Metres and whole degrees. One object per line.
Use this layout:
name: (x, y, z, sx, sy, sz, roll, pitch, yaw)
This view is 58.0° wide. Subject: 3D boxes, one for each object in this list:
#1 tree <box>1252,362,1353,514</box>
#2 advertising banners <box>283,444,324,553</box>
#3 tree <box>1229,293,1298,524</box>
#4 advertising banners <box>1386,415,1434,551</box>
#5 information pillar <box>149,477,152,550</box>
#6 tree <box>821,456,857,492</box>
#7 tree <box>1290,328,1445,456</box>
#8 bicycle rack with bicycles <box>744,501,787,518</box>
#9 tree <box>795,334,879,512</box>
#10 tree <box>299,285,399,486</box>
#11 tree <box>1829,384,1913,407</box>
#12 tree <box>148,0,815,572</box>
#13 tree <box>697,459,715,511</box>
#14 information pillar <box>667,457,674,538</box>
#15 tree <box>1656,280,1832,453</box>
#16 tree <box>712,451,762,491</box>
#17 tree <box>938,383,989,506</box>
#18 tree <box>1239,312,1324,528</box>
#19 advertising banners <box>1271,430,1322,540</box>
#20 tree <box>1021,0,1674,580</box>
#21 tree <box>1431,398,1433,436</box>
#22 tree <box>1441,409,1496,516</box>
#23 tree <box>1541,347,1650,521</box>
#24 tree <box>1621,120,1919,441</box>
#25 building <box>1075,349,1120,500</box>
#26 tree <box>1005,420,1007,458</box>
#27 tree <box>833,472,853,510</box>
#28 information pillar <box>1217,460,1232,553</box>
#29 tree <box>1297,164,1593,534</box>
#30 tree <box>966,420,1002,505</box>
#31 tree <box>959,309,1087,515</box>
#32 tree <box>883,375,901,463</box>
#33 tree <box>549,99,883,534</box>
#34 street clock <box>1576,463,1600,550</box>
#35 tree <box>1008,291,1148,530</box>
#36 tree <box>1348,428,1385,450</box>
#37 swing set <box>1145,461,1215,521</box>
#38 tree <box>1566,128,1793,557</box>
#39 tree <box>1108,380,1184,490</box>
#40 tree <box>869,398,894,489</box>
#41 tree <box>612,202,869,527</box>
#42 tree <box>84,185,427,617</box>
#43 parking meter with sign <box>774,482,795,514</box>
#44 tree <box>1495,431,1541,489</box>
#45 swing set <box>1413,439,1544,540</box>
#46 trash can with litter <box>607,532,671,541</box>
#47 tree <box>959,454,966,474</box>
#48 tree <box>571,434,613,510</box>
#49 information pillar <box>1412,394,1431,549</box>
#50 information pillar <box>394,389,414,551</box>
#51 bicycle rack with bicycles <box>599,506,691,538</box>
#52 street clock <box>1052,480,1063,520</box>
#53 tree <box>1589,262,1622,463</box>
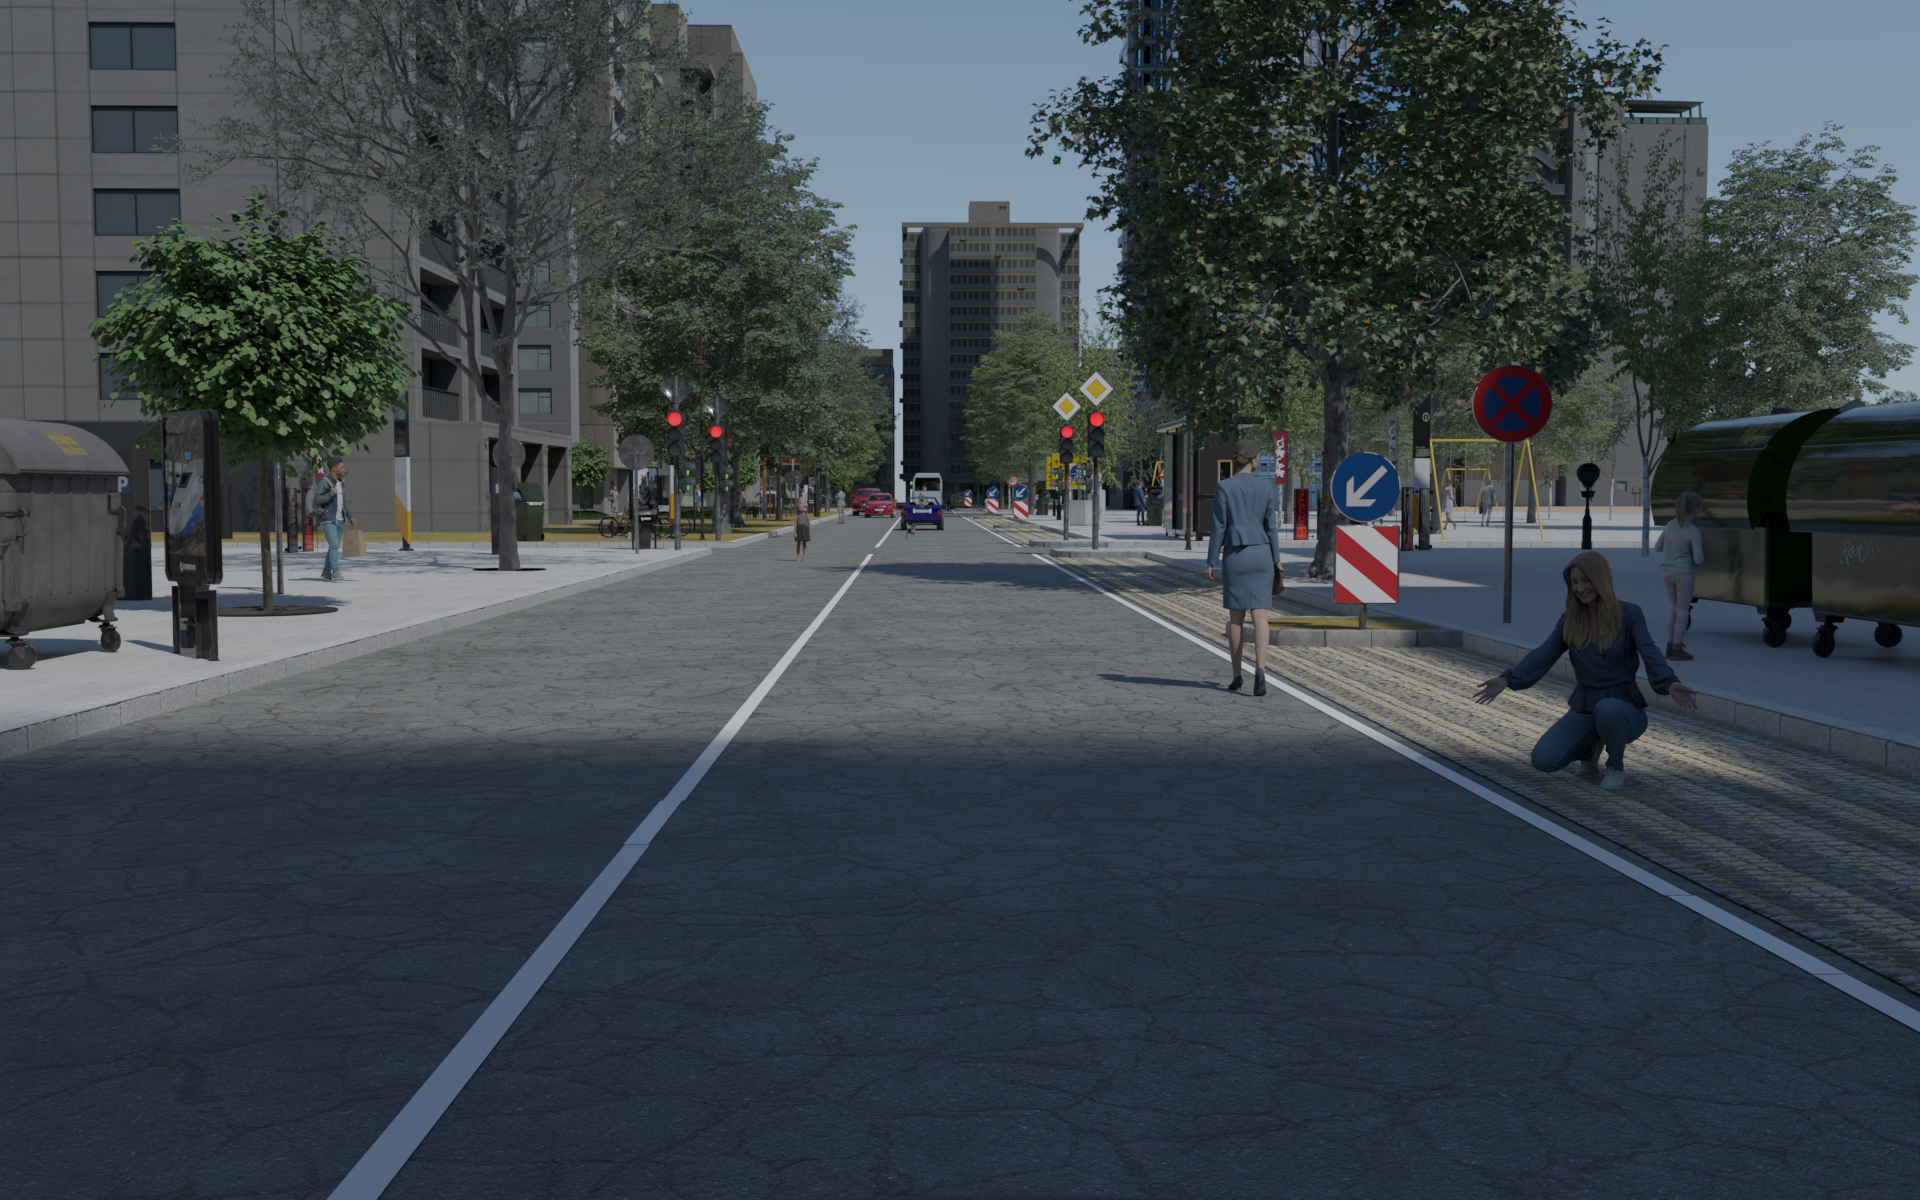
tree: (22.338, -11.405, 112.228, 9.928, 11.665, 9.643, 0, 3, 0)
advertising banners: (-14.507, -2.583, 38.420, 0.090, 3.025, 2.074, 0, 4, 4)
tree: (13.734, -9.524, 73.843, 7.486, 12.596, 7.792, 0, 3, 0)
advertising banners: (10.103, -2.618, 38.996, 0.090, 3.025, 2.074, 3, 5, 44)
information pillar: (-18.279, -2.087, 38.612, 0.304, 2.012, 0.304, 1, 4, 22)
tree: (-10.367, -10.068, 148.321, 4.285, 4.588, 4.351, 0, 3, 0)
tree: (19.918, -10.887, 88.375, 12.009, 13.543, 11.850, 0, 3, 0)
bicycle rack with bicycles: (-10.590, -4.892, 93.366, 2.852, 0.926, 2.925, 0, 4, 8)
tree: (-9.763, -12.456, 121.779, 7.486, 12.596, 7.792, 0, 3, 0)
tree: (-19.475, -6.300, 53.366, 4.360, 8.622, 3.978, 0, 3, 0)
tree: (52.454, -7.816, 90.701, 20.602, 7.101, 11.467, 0, 4, 8)
tree: (-7.679, -7.226, 28.511, 12.009, 13.543, 11.850, 0, 3, 0)
tree: (-13.586, -6.049, 93.503, 1.663, 3.219, 1.824, 0, 3, 0)
information pillar: (-8.376, -3.599, 50.195, 0.183, 3.616, 0.504, -1, 4, -16)
tree: (51.148, -12.852, 111.945, 13.155, 14.587, 18.604, -1, 4, -17)
tree: (-14.738, -7.997, 114.456, 4.285, 4.588, 4.351, 0, 3, 0)
tree: (2.576, -17.058, 189.275, 12.009, 13.543, 11.850, 0, 3, 0)
tree: (11.870, -6.969, 64.312, 4.737, 8.622, 4.395, 0, 3, 0)
advertising banners: (9.494, -3.169, 48.003, 2.074, 3.025, 0.090, -2, 4, -23)
tree: (5.726, -6.681, 26.240, 9.611, 12.733, 9.660, 0, 3, 0)
tree: (31.171, -9.861, 111.594, 4.360, 8.622, 3.978, 0, 3, 0)
tree: (31.160, -9.293, 102.299, 4.360, 8.622, 3.978, 0, 3, 0)
tree: (31.445, -8.171, 83.961, 4.360, 8.622, 3.978, 0, 3, 0)
tree: (28.183, -9.404, 60.409, 9.857, 13.997, 8.962, 0, 3, 0)
building: (30.773, -23.660, 231.877, 28.899, 21.520, 27.650, 0, 4, -1)
tree: (5.393, -8.017, 81.437, 4.737, 8.622, 4.395, 0, 3, 0)
tree: (-9.448, -9.089, 143.199, 1.663, 3.219, 1.824, 0, 3, 0)
information pillar: (5.730, -2.021, 37.528, 0.304, 2.012, 0.304, 0, 4, 5)
tree: (15.180, -8.403, 55.512, 7.486, 12.596, 7.792, 0, 3, 0)
tree: (3.655, -11.009, 130.361, 4.737, 8.622, 4.395, 0, 3, 0)
tree: (4.717, -11.506, 106.255, 7.486, 12.596, 7.792, 0, 3, 0)
tree: (-10.029, -15.431, 158.956, 9.857, 13.997, 8.962, 0, 3, 0)
tree: (-7.787, -9.095, 55.361, 9.857, 13.997, 8.962, 0, 3, 0)
street clock: (14.505, -2.169, 40.034, 0.471, 2.002, 0.358, 0, 4, 1)
tree: (4.814, -6.818, 61.830, 4.737, 8.622, 4.395, 0, 3, 0)
tree: (27.587, -10.395, 120.324, 4.360, 8.622, 3.978, 0, 3, 0)
swing set: (10.615, -5.201, 82.656, 3.119, 2.851, 2.862, 2, 4, 30)
tree: (14.148, -5.184, 35.113, 4.737, 8.622, 4.395, 0, 3, 0)
tree: (10.133, -8.398, 87.669, 4.360, 8.622, 3.978, 0, 3, 0)
tree: (-11.144, -15.831, 175.837, 9.611, 12.733, 9.660, 0, 3, 0)
tree: (-8.607, -9.158, 66.738, 9.611, 12.733, 9.660, 0, 3, 0)
tree: (-7.546, -2.139, 18.691, 4.285, 4.588, 4.351, 0, 3, 0)
parking meter with sign: (-11.355, -7.062, 111.722, 0.543, 3.016, 1.738, 3, 4, 38)
tree: (30.730, -8.584, 90.711, 4.360, 8.622, 3.978, 0, 3, 0)
swing set: (14.952, -3.185, 49.687, 3.119, 2.851, 2.862, 0, 4, -3)
trash can with litter: (-8.885, -2.280, 48.335, 1.678, 1.210, 2.233, -1, 4, -20)
tree: (1.858, -15.151, 198.086, 4.737, 8.622, 4.395, 0, 3, 0)
tree: (-20.677, -6.796, 94.830, 4.285, 4.588, 4.351, 0, 3, 0)
information pillar: (10.737, -2.993, 40.293, 0.504, 3.616, 0.183, -2, 4, -29)
information pillar: (-12.543, -2.913, 38.980, 0.504, 3.616, 0.183, 3, 4, 39)
bicycle rack with bicycles: (-9.547, -2.365, 52.052, 2.925, 0.926, 2.852, -1, 4, -20)
street clock: (4.855, -4.915, 84.928, 0.358, 2.002, 0.471, -2, 4, -28)
tree: (24.699, -9.630, 75.572, 7.486, 12.596, 7.792, 0, 3, 0)
